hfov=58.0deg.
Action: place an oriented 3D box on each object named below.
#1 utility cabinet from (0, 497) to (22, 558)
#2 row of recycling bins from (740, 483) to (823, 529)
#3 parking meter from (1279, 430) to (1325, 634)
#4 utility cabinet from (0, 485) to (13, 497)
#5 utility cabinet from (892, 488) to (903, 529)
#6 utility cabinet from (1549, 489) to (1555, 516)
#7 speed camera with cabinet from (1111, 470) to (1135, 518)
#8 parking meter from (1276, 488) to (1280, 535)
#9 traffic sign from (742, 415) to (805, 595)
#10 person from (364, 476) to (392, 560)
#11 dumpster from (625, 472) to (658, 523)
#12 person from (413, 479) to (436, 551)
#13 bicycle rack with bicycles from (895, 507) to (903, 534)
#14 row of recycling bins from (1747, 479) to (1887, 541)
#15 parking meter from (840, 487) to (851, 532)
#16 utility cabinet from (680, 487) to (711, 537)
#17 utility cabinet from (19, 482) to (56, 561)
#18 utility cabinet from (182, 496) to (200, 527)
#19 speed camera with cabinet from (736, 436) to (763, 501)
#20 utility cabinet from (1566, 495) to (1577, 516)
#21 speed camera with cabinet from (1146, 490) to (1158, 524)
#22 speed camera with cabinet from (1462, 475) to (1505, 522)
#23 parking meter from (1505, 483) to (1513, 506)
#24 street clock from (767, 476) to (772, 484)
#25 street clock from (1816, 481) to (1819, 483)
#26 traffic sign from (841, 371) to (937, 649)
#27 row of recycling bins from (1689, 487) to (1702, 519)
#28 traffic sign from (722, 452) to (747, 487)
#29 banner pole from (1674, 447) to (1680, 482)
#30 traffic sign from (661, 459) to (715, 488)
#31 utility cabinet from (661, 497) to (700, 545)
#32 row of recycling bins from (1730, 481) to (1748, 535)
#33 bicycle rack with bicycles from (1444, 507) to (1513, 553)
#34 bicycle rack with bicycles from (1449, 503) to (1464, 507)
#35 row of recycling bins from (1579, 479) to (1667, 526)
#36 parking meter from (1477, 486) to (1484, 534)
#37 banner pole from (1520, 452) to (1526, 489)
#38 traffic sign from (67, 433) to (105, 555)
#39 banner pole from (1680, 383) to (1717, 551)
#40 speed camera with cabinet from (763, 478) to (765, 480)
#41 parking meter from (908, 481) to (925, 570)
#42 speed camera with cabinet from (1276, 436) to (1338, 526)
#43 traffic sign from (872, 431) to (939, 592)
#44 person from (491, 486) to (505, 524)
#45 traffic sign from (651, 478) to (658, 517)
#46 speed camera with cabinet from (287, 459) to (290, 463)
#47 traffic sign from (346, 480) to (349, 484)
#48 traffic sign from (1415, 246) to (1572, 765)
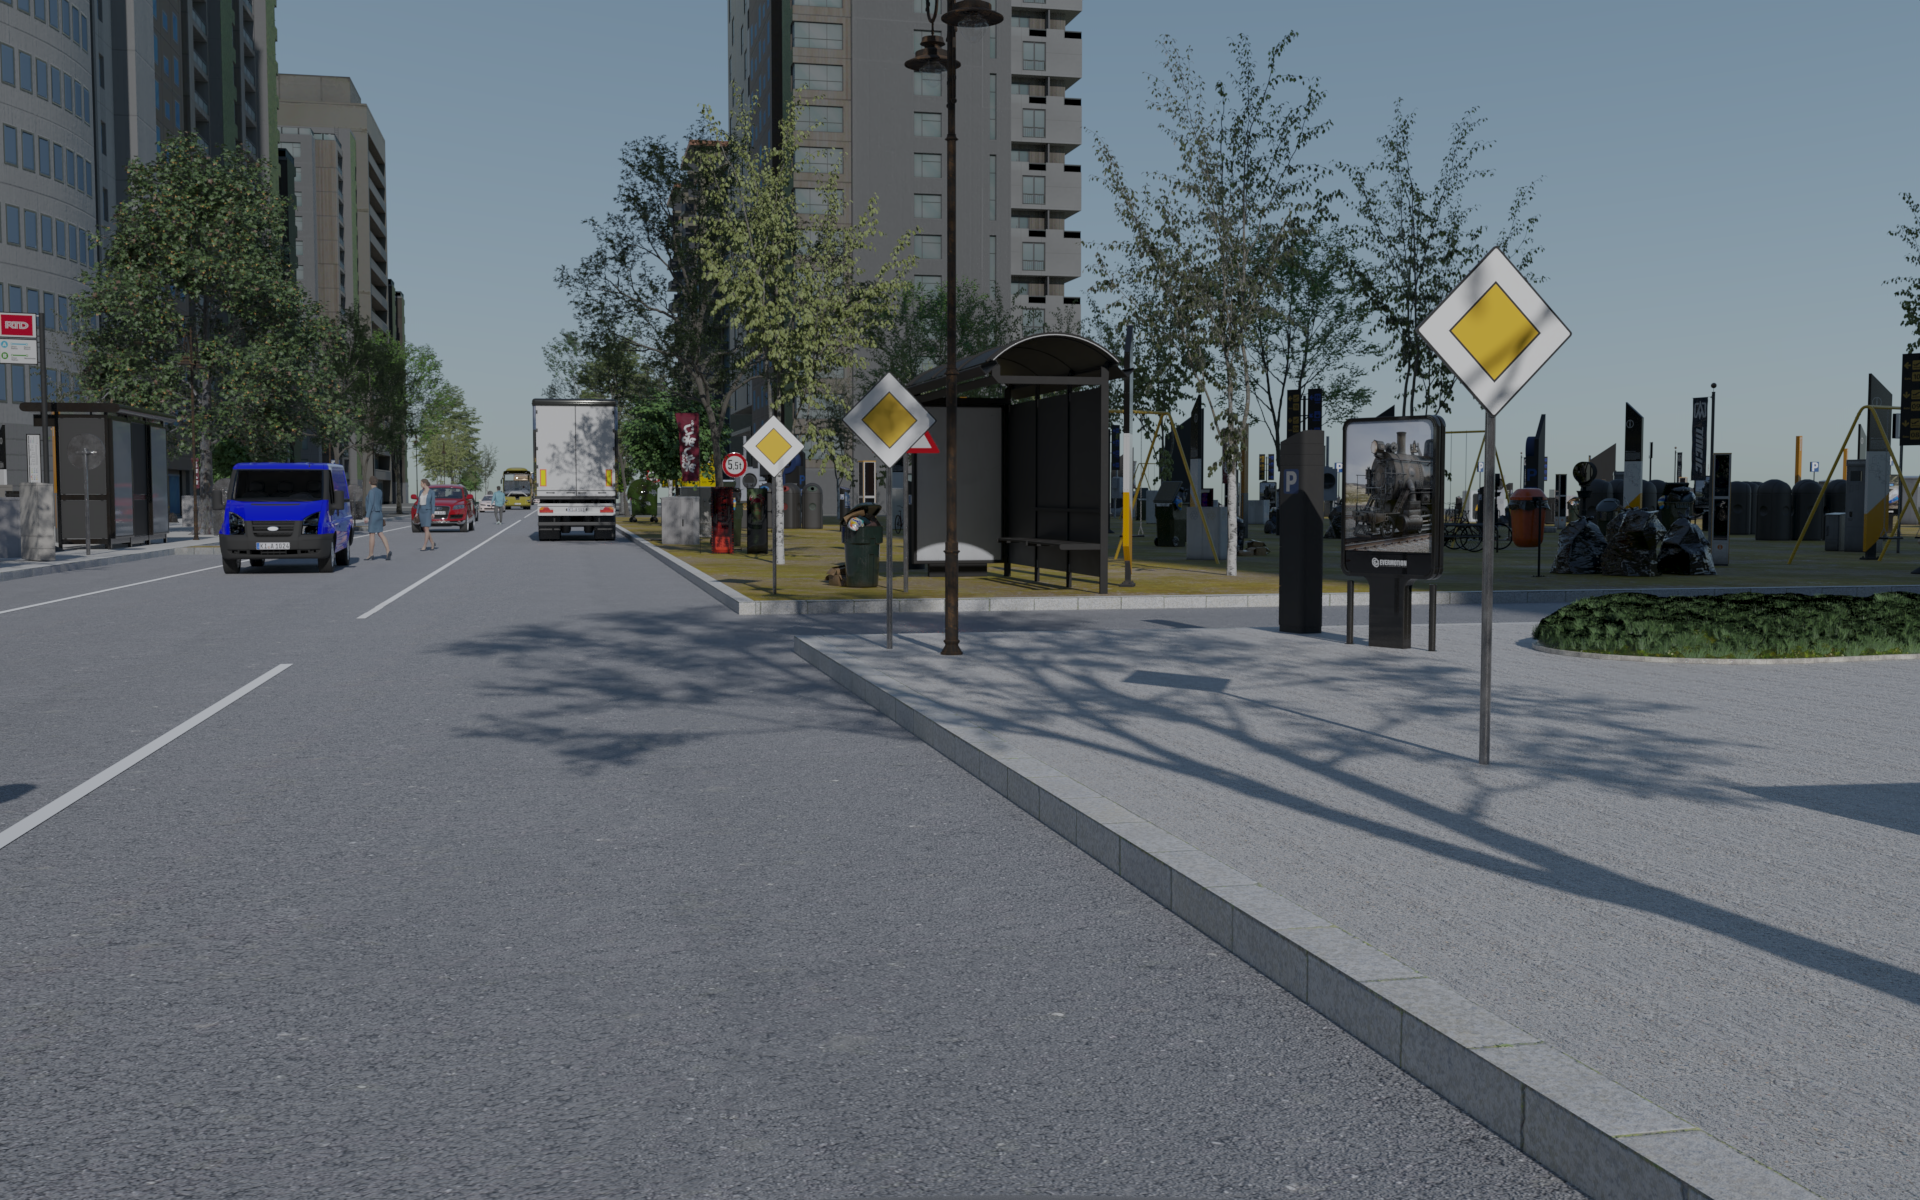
[{"bbox_3d":[-19.305,-1.435,34.624,0.306,1.237,1.020,2,4,34],"label":"utility cabinet"},{"bbox_3d":[-6.746,-3.483,64.064,3.534,1.692,1.069,1,4,14],"label":"row of recycling bins"},{"bbox_3d":[3.157,-0.632,16.043,0.255,1.863,0.399,-2,4,-26],"label":"parking meter"},{"bbox_3d":[-22.668,-1.950,40.564,0.318,1.500,1.173,0,4,3],"label":"utility cabinet"},{"bbox_3d":[-2.095,-3.302,62.667,1.173,1.500,0.318,-3,5,-42],"label":"utility cabinet"},{"bbox_3d":[27.878,-4.432,81.150,0.318,1.500,1.173,0,4,7],"label":"utility cabinet"},{"bbox_3d":[9.029,-6.042,93.124,0.660,3.252,2.038,-3,4,-37],"label":"speed camera with cabinet"},{"bbox_3d":[10.001,-2.772,53.734,0.372,1.533,0.369,0,3,0],"label":"parking meter"},{"bbox_3d":[-2.371,-1.127,22.072,0.795,2.450,0.064,-1,4,-13],"label":"traffic sign"},{"bbox_3d":[-12.577,-1.762,37.329,0.654,1.822,0.581,2,4,27],"label":"person"},{"bbox_3d":[-14.337,-4.640,78.356,1.502,2.255,1.985,-1,4,-13],"label":"dumpster"},{"bbox_3d":[-13.434,-2.153,43.718,0.581,1.822,0.654,2,4,34],"label":"person"},{"bbox_3d":[-0.683,-2.531,54.767,2.852,0.926,2.925,-1,4,-14],"label":"bicycle rack with bicycles"},{"bbox_3d":[23.840,-2.492,47.853,3.534,1.692,1.069,0,4,-2],"label":"row of recycling bins"},{"bbox_3d":[-3.901,-3.082,58.794,0.372,1.533,0.369,0,3,0],"label":"parking meter"},{"bbox_3d":[-7.588,-2.575,50.773,1.173,1.500,0.318,-1,4,-13],"label":"utility cabinet"},{"bbox_3d":[-17.724,-1.505,33.285,0.318,1.500,1.173,-3,5,-42],"label":"utility cabinet"},{"bbox_3d":[-30.290,-3.518,68.678,1.020,1.237,0.306,-2,4,-23],"label":"utility cabinet"},{"bbox_3d":[-7.860,-3.933,58.643,2.038,3.252,0.660,-2,4,-28],"label":"speed camera with cabinet"},{"bbox_3d":[33.978,-5.249,96.988,1.020,1.237,0.306,0,4,5],"label":"utility cabinet"},{"bbox_3d":[8.885,-4.950,75.264,0.660,3.252,2.038,3,5,40],"label":"speed camera with cabinet"},{"bbox_3d":[24.010,-5.202,79.384,2.038,3.252,0.660,-2,4,-25],"label":"speed camera with cabinet"},{"bbox_3d":[28.525,-5.154,89.978,0.255,1.863,0.399,3,5,43],"label":"parking meter"},{"bbox_3d":[-7.531,-3.996,69.899,0.471,2.002,0.358,2,4,25],"label":"street clock"},{"bbox_3d":[48.650,-5.753,98.632,0.471,2.002,0.358,0,4,0],"label":"street clock"},{"bbox_3d":[-0.586,-0.651,14.288,0.795,2.450,0.064,-1,4,-13],"label":"traffic sign"},{"bbox_3d":[38.394,-5.028,89.317,3.534,1.692,1.069,-2,4,-25],"label":"row of recycling bins"},{"bbox_3d":[-6.904,-3.241,53.102,0.768,2.556,0.104,-1,4,-12],"label":"traffic sign"},{"bbox_3d":[37.765,-6.187,91.181,0.401,3.779,0.863,-1,4,-10],"label":"banner pole"},{"bbox_3d":[-10.896,-4.648,69.866,2.265,3.308,0.079,0,4,-5],"label":"traffic sign"},{"bbox_3d":[-7.132,-2.019,44.165,1.020,1.237,0.306,2,4,30],"label":"utility cabinet"},{"bbox_3d":[25.307,-2.968,55.634,1.069,1.692,3.534,3,4,37],"label":"row of recycling bins"},{"bbox_3d":[10.985,-1.570,39.051,2.925,0.926,2.852,1,4,16],"label":"bicycle rack with bicycles"},{"bbox_3d":[21.719,-3.706,73.969,2.852,0.926,2.925,2,4,35],"label":"bicycle rack with bicycles"},{"bbox_3d":[18.538,-2.505,48.075,3.534,1.692,1.069,-2,4,-34],"label":"row of recycling bins"},{"bbox_3d":[18.140,-3.161,60.092,0.372,1.533,0.369,0,3,0],"label":"parking meter"},{"bbox_3d":[33.554,-6.910,103.000,0.401,3.779,0.863,-3,5,-39],"label":"banner pole"},{"bbox_3d":[-18.280,-2.210,36.246,0.768,2.556,0.104,0,4,-6],"label":"traffic sign"},{"bbox_3d":[16.861,-3.011,39.249,0.401,3.779,0.863,-1,4,-20],"label":"banner pole"},{"bbox_3d":[-10.354,-6.035,93.011,2.038,3.252,0.660,-3,5,-43],"label":"speed camera with cabinet"},{"bbox_3d":[-0.783,-1.295,29.579,0.372,1.533,0.369,0,3,0],"label":"parking meter"},{"bbox_3d":[11.849,-3.966,59.182,2.038,3.252,0.660,1,4,11],"label":"speed camera with cabinet"},{"bbox_3d":[-0.708,-1.380,22.568,0.884,2.594,0.081,-1,4,-11],"label":"traffic sign"},{"bbox_3d":[-21.795,-4.483,81.808,0.660,1.820,0.620,-3,4,-37],"label":"person"},{"bbox_3d":[-14.547,-5.032,82.386,0.768,2.556,0.104,0,4,-8],"label":"traffic sign"},{"bbox_3d":[-26.483,-4.486,67.678,0.660,3.252,2.038,-2,4,-26],"label":"speed camera with cabinet"},{"bbox_3d":[-32.124,-5.487,89.714,0.884,2.594,0.081,0,4,-7],"label":"traffic sign"},{"bbox_3d":[2.490,-0.427,8.161,0.795,2.450,0.064,-1,4,-12],"label":"traffic sign"}]
